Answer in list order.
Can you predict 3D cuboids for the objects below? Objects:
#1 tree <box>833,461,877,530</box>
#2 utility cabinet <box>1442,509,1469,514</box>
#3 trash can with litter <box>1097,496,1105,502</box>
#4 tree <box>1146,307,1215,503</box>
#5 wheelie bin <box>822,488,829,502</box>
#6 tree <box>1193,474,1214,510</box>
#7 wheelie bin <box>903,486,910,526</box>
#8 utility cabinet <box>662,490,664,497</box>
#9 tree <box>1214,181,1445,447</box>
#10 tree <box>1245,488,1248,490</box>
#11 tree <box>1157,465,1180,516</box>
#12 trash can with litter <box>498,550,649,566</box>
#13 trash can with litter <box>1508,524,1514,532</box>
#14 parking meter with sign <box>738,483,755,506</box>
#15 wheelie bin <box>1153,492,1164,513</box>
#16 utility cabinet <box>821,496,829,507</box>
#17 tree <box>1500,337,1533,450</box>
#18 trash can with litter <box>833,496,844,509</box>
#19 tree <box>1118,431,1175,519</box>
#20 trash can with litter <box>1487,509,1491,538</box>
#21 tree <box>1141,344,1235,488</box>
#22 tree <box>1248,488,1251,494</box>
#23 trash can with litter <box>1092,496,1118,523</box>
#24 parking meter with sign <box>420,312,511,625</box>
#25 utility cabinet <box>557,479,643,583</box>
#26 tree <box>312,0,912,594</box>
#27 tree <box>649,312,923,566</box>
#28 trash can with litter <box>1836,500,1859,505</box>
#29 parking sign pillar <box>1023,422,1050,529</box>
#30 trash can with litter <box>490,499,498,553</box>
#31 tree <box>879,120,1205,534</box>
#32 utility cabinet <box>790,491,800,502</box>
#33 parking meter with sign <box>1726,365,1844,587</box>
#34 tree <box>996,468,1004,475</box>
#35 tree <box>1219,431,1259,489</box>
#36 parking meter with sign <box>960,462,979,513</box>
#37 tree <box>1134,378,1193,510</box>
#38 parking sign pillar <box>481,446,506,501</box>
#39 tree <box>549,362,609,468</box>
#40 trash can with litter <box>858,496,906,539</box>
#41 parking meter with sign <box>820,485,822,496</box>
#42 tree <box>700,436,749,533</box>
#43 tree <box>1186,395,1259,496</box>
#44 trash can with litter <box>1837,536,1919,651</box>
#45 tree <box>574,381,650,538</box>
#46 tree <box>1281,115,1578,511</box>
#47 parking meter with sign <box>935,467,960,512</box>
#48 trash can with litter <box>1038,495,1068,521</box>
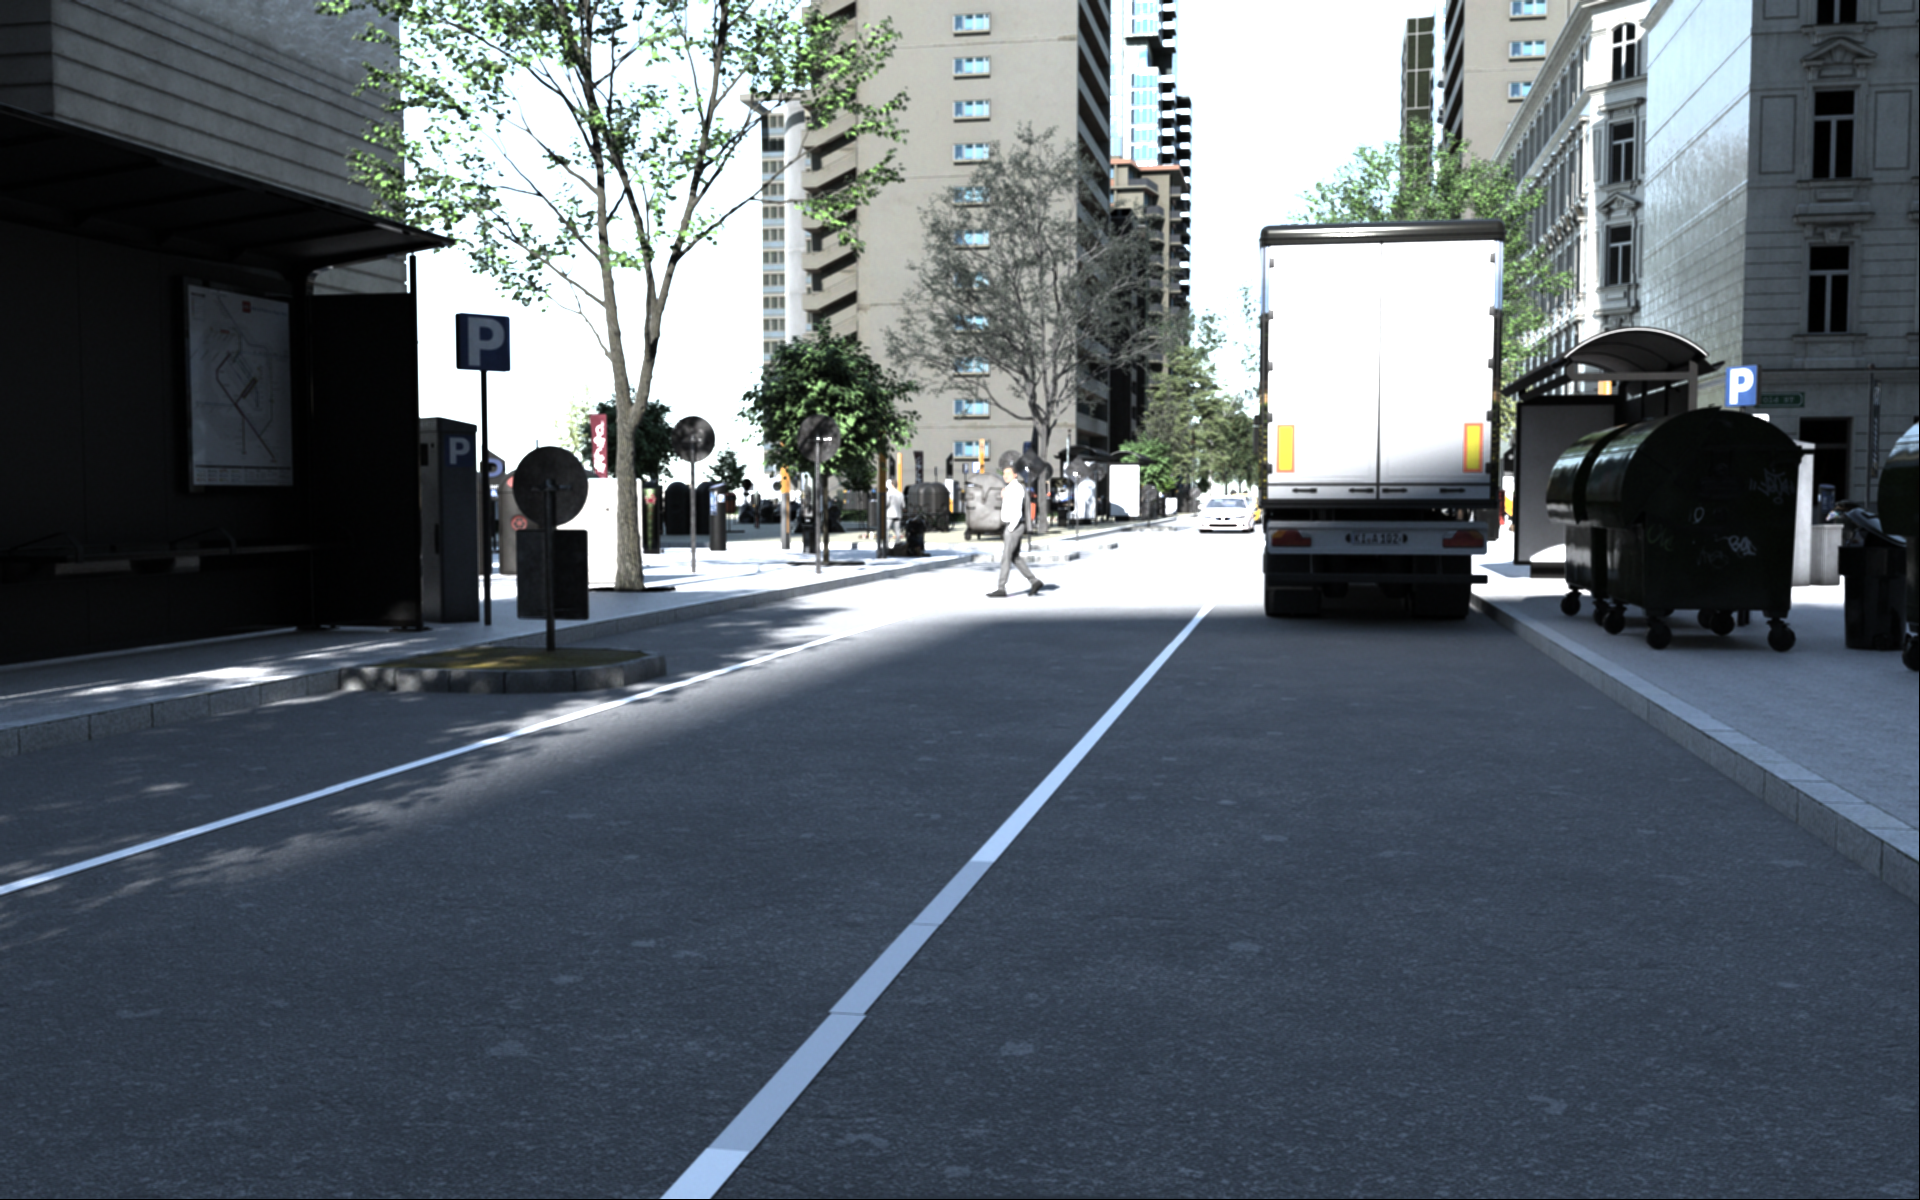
[{"bbox_3d":[-3.589,-4.109,61.791,1.663,3.219,1.824,0,3,0],"label":"tree"},{"bbox_3d":[20.336,-3.825,71.214,0.318,1.500,1.173,-3,4,-36],"label":"utility cabinet"},{"bbox_3d":[9.078,-6.221,113.104,0.624,1.170,1.055,-2,4,-25],"label":"trash can with litter"},{"bbox_3d":[22.969,-18.164,152.867,12.611,20.169,13.585,0,3,0],"label":"tree"},{"bbox_3d":[-7.090,-4.974,89.227,0.693,1.594,0.980,-1,4,-15],"label":"wheelie bin"},{"bbox_3d":[20.164,-9.144,144.104,1.663,3.219,1.824,0,3,0],"label":"tree"},{"bbox_3d":[-1.867,-3.717,68.686,0.980,1.594,0.693,-2,4,-34],"label":"wheelie bin"},{"bbox_3d":[-16.840,-5.610,100.399,1.173,1.500,0.318,0,4,5],"label":"utility cabinet"},{"bbox_3d":[24.154,-15.316,106.305,12.611,20.169,13.585,0,3,0],"label":"tree"},{"bbox_3d":[45.575,-19.598,270.780,4.737,8.622,4.395,0,3,0],"label":"tree"},{"bbox_3d":[11.995,-6.569,102.011,1.663,3.219,1.824,0,3,0],"label":"tree"},{"bbox_3d":[-6.782,-1.215,30.916,2.233,1.210,1.678,2,4,32],"label":"trash can with litter"},{"bbox_3d":[18.855,-2.879,58.460,0.624,1.170,1.055,-1,4,-14],"label":"trash can with litter"},{"bbox_3d":[-13.275,-6.889,108.904,0.543,3.016,1.738,3,5,41],"label":"parking meter with sign"},{"bbox_3d":[13.244,-6.582,115.517,0.980,1.594,0.693,2,4,30],"label":"wheelie bin"},{"bbox_3d":[-5.625,-3.575,69.616,0.306,1.237,1.020,-2,4,-29],"label":"utility cabinet"},{"bbox_3d":[23.172,-7.690,76.095,4.737,8.622,4.395,0,3,0],"label":"tree"},{"bbox_3d":[-6.670,-5.316,98.299,1.055,1.170,0.624,2,4,29],"label":"trash can with litter"},{"bbox_3d":[9.665,-6.510,90.157,4.285,4.588,4.351,0,3,0],"label":"tree"},{"bbox_3d":[15.086,-2.369,50.127,0.624,1.170,1.055,-1,4,-17],"label":"trash can with litter"},{"bbox_3d":[17.334,-13.045,131.418,7.486,12.596,7.792,0,3,0],"label":"tree"},{"bbox_3d":[43.107,-18.818,258.041,4.360,8.622,3.978,0,3,0],"label":"tree"},{"bbox_3d":[6.347,-4.140,78.739,1.678,1.210,2.233,2,4,26],"label":"trash can with litter"},{"bbox_3d":[-5.188,-1.297,17.467,0.543,3.016,1.738,-3,5,-43],"label":"parking meter with sign"},{"bbox_3d":[-5.139,-0.980,24.695,1.173,1.500,0.318,-1,4,-16],"label":"utility cabinet"},{"bbox_3d":[-4.285,-5.930,22.707,9.928,11.665,9.643,0,3,0],"label":"tree"},{"bbox_3d":[-2.516,-2.924,31.525,4.285,4.588,4.351,0,3,0],"label":"tree"},{"bbox_3d":[16.736,-1.277,32.259,1.055,1.170,0.624,-1,4,-22],"label":"trash can with litter"},{"bbox_3d":[2.625,-4.619,63.995,1.447,3.967,1.447,0,4,8],"label":"parking sign pillar"},{"bbox_3d":[-10.110,-1.633,37.758,2.233,1.210,1.678,2,4,24],"label":"trash can with litter"},{"bbox_3d":[2.724,-8.942,56.569,12.009,13.543,11.850,0,3,0],"label":"tree"},{"bbox_3d":[-11.426,-6.761,119.218,1.173,1.500,0.318,3,4,38],"label":"utility cabinet"},{"bbox_3d":[11.430,-1.694,23.957,1.738,3.016,0.543,-1,4,-22],"label":"parking meter with sign"},{"bbox_3d":[2.789,-7.216,112.575,1.663,3.219,1.824,0,3,0],"label":"tree"},{"bbox_3d":[33.898,-17.113,214.203,8.767,10.594,7.601,2,4,30],"label":"tree"},{"bbox_3d":[0.683,-5.997,94.310,0.543,3.016,1.738,1,4,20],"label":"parking meter with sign"},{"bbox_3d":[12.818,-9.789,110.406,4.360,8.622,3.978,0,3,0],"label":"tree"},{"bbox_3d":[-25.359,-6.467,94.215,1.447,3.967,1.447,-1,4,-14],"label":"parking sign pillar"},{"bbox_3d":[-21.310,-8.993,97.393,4.737,8.622,4.395,0,3,0],"label":"tree"},{"bbox_3d":[-2.099,-2.405,50.372,2.233,1.210,1.678,-3,5,-41],"label":"trash can with litter"},{"bbox_3d":[-6.662,-5.148,80.436,0.543,3.016,1.738,1,4,15],"label":"parking meter with sign"},{"bbox_3d":[-7.877,-3.879,58.024,1.663,3.219,1.824,0,3,0],"label":"tree"},{"bbox_3d":[29.841,-16.957,194.256,9.611,12.733,9.660,0,3,0],"label":"tree"},{"bbox_3d":[7.784,-0.172,14.194,0.624,1.170,1.055,-3,4,-37],"label":"trash can with litter"},{"bbox_3d":[-9.518,-4.083,50.466,4.285,4.588,4.351,0,3,0],"label":"tree"},{"bbox_3d":[13.150,-7.533,48.927,9.928,11.665,9.643,0,3,0],"label":"tree"},{"bbox_3d":[-0.448,-6.341,99.929,1.738,3.016,0.543,2,4,24],"label":"parking meter with sign"},{"bbox_3d":[4.189,-4.722,88.264,2.233,1.210,1.678,-2,4,-25],"label":"trash can with litter"}]
